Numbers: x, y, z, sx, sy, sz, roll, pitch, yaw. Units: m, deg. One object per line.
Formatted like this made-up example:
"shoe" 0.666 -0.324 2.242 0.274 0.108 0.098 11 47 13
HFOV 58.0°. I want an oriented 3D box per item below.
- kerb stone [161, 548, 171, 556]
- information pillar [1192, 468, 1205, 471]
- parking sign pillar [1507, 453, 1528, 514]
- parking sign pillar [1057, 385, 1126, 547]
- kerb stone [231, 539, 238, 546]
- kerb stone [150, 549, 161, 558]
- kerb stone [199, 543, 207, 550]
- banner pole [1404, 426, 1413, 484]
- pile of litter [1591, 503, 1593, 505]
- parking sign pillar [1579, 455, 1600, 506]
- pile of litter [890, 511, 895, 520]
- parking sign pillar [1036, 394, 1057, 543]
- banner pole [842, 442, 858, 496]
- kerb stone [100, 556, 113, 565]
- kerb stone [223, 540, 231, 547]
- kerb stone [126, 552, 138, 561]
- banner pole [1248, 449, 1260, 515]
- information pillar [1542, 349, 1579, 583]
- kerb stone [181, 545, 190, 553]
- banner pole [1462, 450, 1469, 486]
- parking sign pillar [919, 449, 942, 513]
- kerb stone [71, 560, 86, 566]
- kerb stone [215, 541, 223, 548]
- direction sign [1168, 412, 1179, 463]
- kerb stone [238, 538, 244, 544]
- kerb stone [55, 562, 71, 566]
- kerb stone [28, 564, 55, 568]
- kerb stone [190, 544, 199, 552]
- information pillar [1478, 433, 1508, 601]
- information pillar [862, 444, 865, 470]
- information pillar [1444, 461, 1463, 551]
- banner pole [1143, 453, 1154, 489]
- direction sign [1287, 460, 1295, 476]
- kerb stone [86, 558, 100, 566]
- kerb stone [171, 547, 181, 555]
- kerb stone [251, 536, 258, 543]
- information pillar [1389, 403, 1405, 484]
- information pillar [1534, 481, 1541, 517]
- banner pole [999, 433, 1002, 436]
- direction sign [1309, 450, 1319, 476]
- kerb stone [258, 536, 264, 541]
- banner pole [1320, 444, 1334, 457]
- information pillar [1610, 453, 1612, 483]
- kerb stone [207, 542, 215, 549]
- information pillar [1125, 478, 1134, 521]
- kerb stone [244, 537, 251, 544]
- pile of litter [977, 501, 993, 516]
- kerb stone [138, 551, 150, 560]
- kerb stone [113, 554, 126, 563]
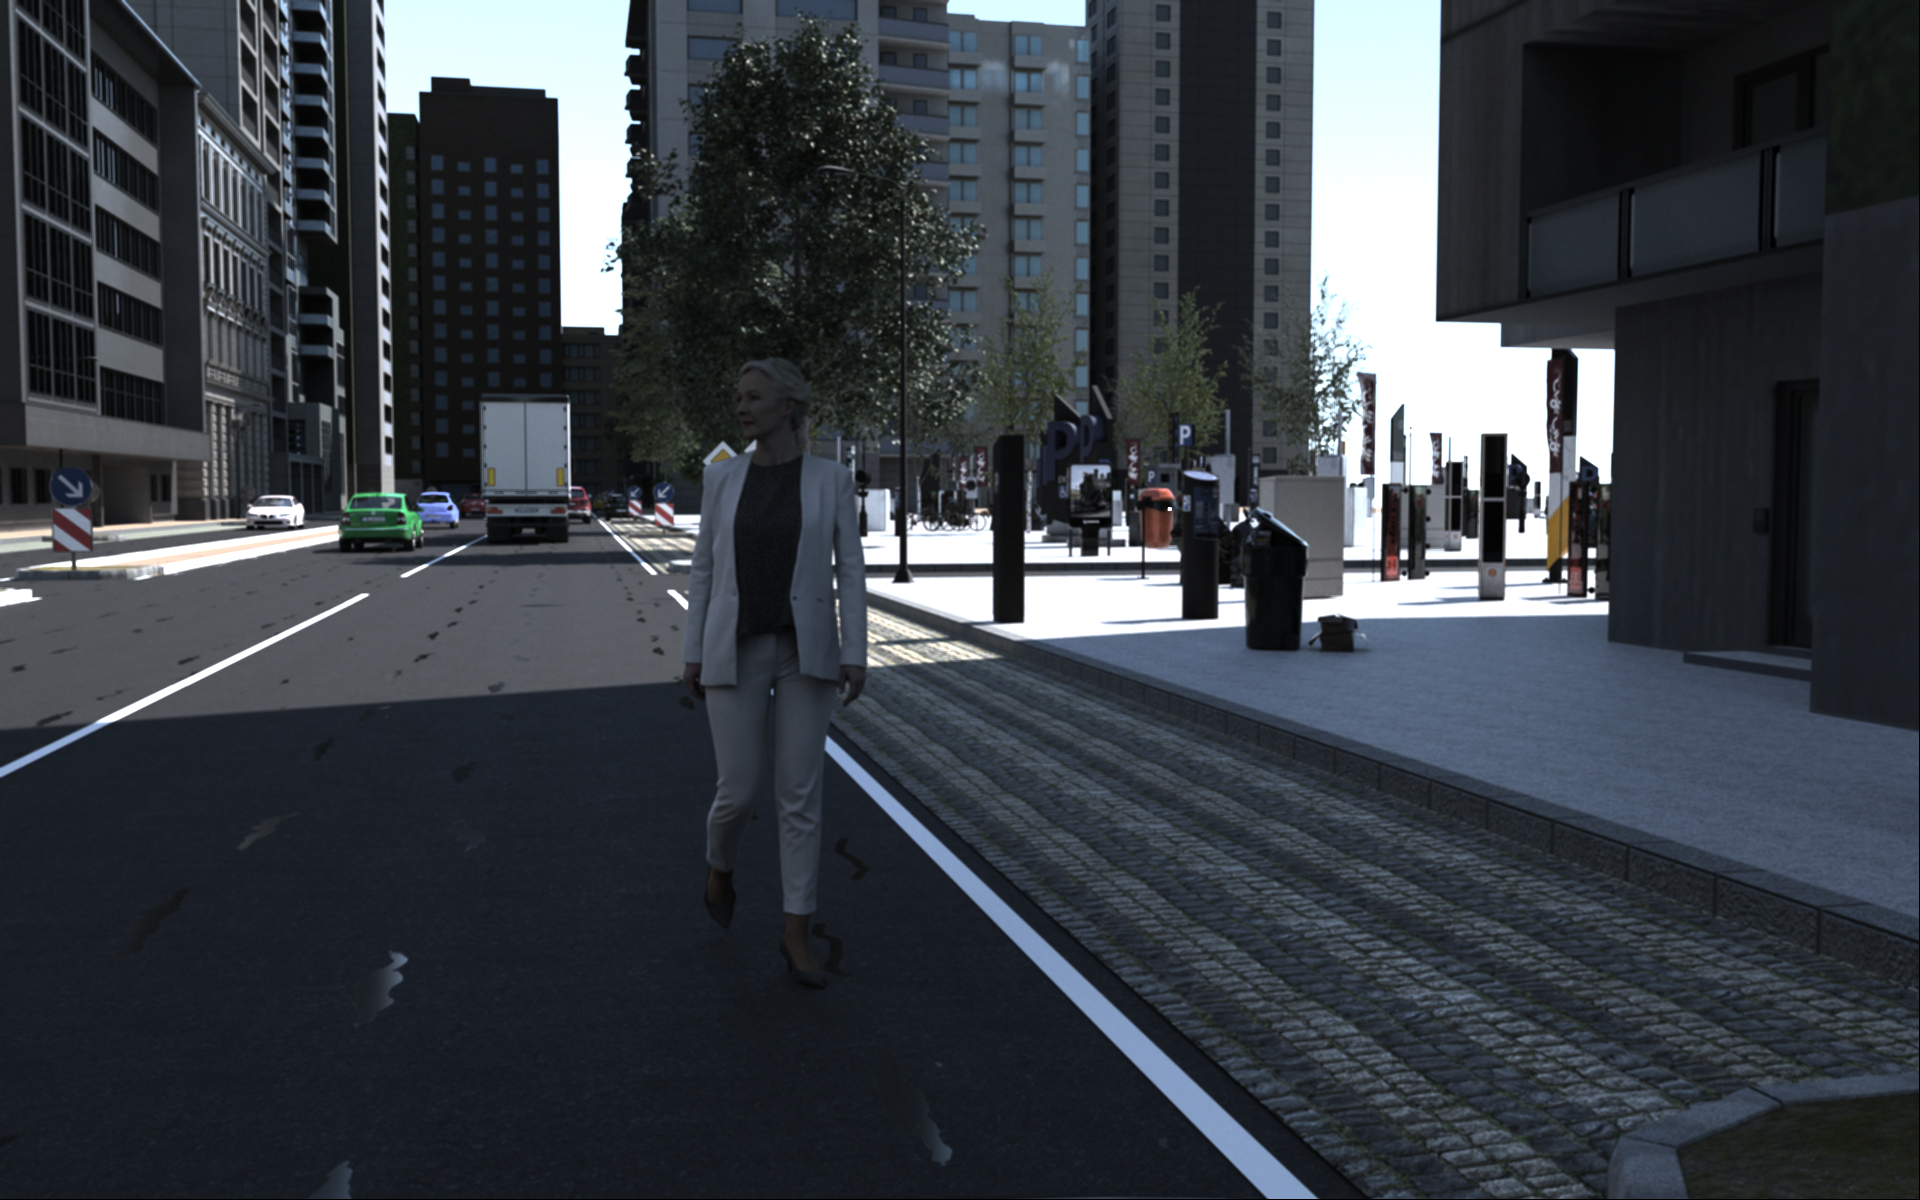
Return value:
"kerb stone" -18.401 -1.081 39.871 0.120 0.150 1.000 -1 4 -13
"information pillar" 6.816 -2.761 49.626 0.304 2.012 0.304 0 4 -6
"parking sign pillar" 36.191 -7.584 112.476 1.447 3.967 1.447 -2 4 -30
"parking sign pillar" 3.343 -3.296 42.359 1.447 3.967 1.447 -1 4 -13
"kerb stone" -20.197 -1.566 47.894 0.120 0.150 1.000 -1 4 -13
"kerb stone" -18.177 -1.014 38.870 0.120 0.150 1.000 -1 4 -13
"kerb stone" -19.297 -1.326 43.875 0.120 0.150 1.000 -1 4 -13
"banner pole" 16.475 -4.539 64.229 0.863 3.779 0.401 3 5 40
"pile of litter" 41.993 -6.140 114.357 1.176 0.858 1.719 -3 5 -42
"parking sign pillar" 43.414 -8.014 119.500 1.447 3.967 1.447 0 4 5
"pile of litter" -3.827 -4.324 84.666 1.719 0.858 1.176 0 4 4
"parking sign pillar" 2.891 -3.523 46.075 1.447 3.967 1.447 -3 5 -40
"banner pole" -5.347 -5.660 82.551 0.863 3.779 0.401 -1 4 -9
"kerb stone" -17.284 -0.769 34.843 0.120 0.150 1.000 -1 4 -13
"kerb stone" -19.975 -1.510 46.887 0.120 0.150 1.000 -1 4 -13
"kerb stone" -17.729 -0.897 36.854 0.120 0.150 1.000 -1 4 -13
"banner pole" 16.069 -6.423 95.029 0.863 3.779 0.401 0 4 2
"information pillar" 8.645 -2.050 24.875 0.183 3.616 0.504 -1 4 -23
"kerb stone" -18.857 -1.204 41.879 0.120 0.150 1.000 -1 4 -13
"banner pole" 28.819 -6.658 98.880 0.401 3.779 0.863 -1 4 -8
"parking sign pillar" -1.734 -7.006 103.016 1.447 3.967 1.447 1 4 19
"kerb stone" -16.836 -0.648 32.848 0.120 0.150 1.000 -1 4 -13
"kerb stone" -19.750 -1.449 45.890 0.120 0.150 1.000 -1 4 -13
"direction sign" 5.926 -3.432 48.106 0.379 3.537 0.876 -1 4 -9
"kerb stone" -20.435 -1.633 48.901 0.120 0.150 1.000 -1 4 -13
"kerb stone" -16.606 -0.590 31.848 0.120 0.150 1.000 -1 4 -13
"kerb stone" -16.387 -0.526 30.850 0.120 0.150 1.000 -1 4 -13
"kerb stone" -19.082 -1.265 42.876 0.120 0.150 1.000 -1 4 -13
"information pillar" 6.448 -1.008 20.968 0.304 2.012 0.304 1 4 13
"information pillar" -3.751 -4.650 67.377 0.183 3.616 0.504 0 4 -5
"information pillar" 11.066 -2.100 38.830 0.304 2.012 0.304 0 4 -6
"banner pole" 11.615 -7.101 106.122 0.863 3.779 0.401 1 4 21
"direction sign" 21.956 -7.512 114.820 0.379 3.537 0.876 3 5 45
"kerb stone" -17.052 -0.713 33.847 0.120 0.150 1.000 -1 4 -13
"kerb stone" -18.630 -1.141 40.868 0.120 0.150 1.000 -1 4 -13
"kerb stone" -20.869 -1.756 50.899 0.120 0.150 1.000 -1 4 -13
"information pillar" 11.253 -3.256 44.588 0.504 3.616 0.183 -3 4 -37
"information pillar" 32.344 -5.658 97.005 0.304 2.012 0.304 0 4 -3
"banner pole" 1.635 -4.991 71.621 0.401 3.779 0.863 0 4 -4
"direction sign" 18.232 -5.891 88.319 0.876 3.537 0.379 2 4 29
"kerb stone" -21.096 -1.817 51.897 0.120 0.150 1.000 -1 4 -13
"banner pole" 18.425 -5.923 86.857 0.863 3.779 0.401 0 4 5
"information pillar" 31.328 -5.597 82.868 0.183 3.616 0.504 -2 4 -25
"kerb stone" -19.526 -1.387 44.878 0.120 0.150 1.000 -1 4 -13
"information pillar" 7.843 -4.619 80.020 0.304 2.012 0.304 2 4 30
"kerb stone" -20.651 -1.690 49.901 0.120 0.150 1.000 -1 4 -13
"pile of litter" 1.690 -5.380 101.921 1.719 0.858 1.176 -2 4 -30
"kerb stone" -17.957 -0.958 37.864 0.120 0.150 1.000 -1 4 -13
"kerb stone" -17.502 -0.825 35.842 0.120 0.150 1.000 -1 4 -13
